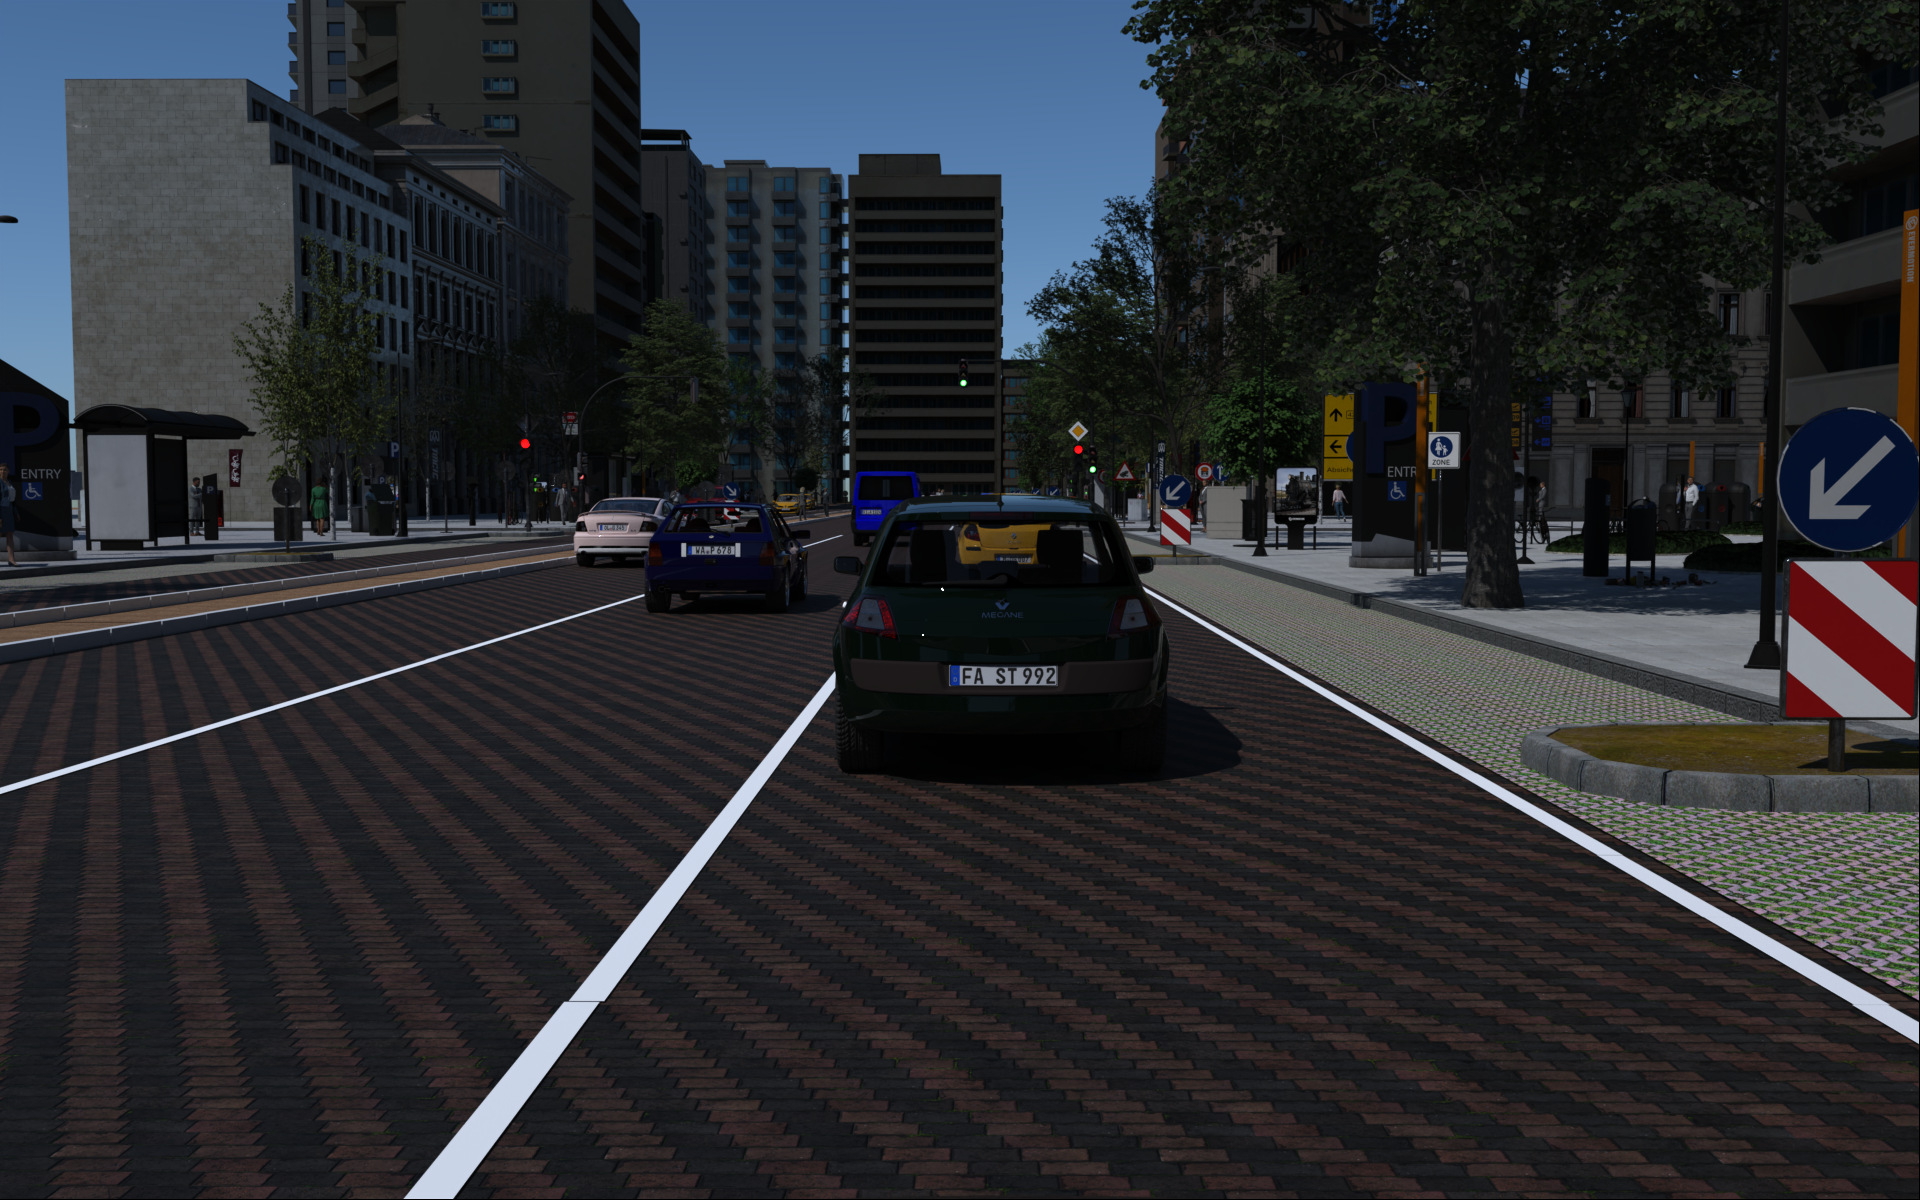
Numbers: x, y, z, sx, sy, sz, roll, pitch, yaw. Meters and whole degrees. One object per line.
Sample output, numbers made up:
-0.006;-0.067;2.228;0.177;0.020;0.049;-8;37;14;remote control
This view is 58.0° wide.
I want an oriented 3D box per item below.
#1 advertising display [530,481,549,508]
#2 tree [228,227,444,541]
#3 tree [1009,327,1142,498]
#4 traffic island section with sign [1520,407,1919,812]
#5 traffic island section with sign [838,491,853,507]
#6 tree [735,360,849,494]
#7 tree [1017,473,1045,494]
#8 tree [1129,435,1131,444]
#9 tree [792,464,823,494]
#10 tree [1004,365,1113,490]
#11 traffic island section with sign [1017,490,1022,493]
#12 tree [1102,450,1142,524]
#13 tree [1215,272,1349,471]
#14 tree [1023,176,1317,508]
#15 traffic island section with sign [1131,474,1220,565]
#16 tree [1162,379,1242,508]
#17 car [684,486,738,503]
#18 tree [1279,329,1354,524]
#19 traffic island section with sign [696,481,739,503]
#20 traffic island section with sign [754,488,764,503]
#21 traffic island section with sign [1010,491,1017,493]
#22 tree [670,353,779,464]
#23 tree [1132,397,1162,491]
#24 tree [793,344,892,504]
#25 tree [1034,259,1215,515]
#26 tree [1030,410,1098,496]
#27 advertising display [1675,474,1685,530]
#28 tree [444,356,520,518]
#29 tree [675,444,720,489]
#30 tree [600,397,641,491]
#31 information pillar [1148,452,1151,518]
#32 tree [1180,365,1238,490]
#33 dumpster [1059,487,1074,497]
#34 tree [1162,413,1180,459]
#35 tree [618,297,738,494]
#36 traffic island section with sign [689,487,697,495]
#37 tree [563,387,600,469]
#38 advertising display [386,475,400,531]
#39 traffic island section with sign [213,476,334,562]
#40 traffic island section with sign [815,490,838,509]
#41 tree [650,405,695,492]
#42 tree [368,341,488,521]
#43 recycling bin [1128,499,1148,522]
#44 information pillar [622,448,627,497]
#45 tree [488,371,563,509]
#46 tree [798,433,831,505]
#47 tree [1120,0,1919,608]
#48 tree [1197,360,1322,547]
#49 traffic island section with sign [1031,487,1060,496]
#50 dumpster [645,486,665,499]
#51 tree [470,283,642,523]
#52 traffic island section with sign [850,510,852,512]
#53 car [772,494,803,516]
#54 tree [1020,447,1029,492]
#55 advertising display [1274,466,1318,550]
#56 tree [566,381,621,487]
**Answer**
-21.005;-4.969;86.453;0.974;1.923;0.123;1;4;12;advertising display
-17.487;-5.951;47.663;4.737;8.622;4.395;0;3;0;tree
7.105;-10.925;104.372;9.928;11.665;9.643;0;3;0;tree
3.958;-0.003;8.683;1.989;1.847;2.006;0;4;1;traffic island section with sign
-12.934;-11.452;195.875;1.989;1.847;2.006;0;4;1;traffic island section with sign
-15.634;-15.258;159.845;12.009;13.543;11.850;0;3;0;tree
8.633;-13.916;211.236;4.285;4.588;4.351;0;3;0;tree
14.488;-10.834;127.496;4.737;8.622;4.395;0;3;0;tree
-16.216;-12.242;183.877;4.285;4.588;4.351;0;3;0;tree
8.511;-14.150;148.357;9.611;12.733;9.660;0;3;0;tree
5.099;-6.742;118.851;1.989;1.847;2.006;0;4;1;traffic island section with sign
7.031;-4.967;75.813;1.663;3.219;1.824;0;3;0;tree
16.539;-10.482;89.514;7.486;12.596;7.792;0;3;0;tree
6.363;-7.096;50.437;8.767;10.594;7.601;-1;4;-19;tree
4.235;-1.652;35.637;1.989;1.847;2.006;0;4;1;traffic island section with sign
15.594;-9.766;110.029;4.737;8.622;4.395;0;3;0;tree
-11.535;-4.390;80.444;2.281;1.827;5.304;0;4;2;car
15.097;-7.492;72.852;4.360;8.622;3.978;0;3;0;tree
-8.752;-3.112;59.017;2.006;1.907;1.989;0;4;1;traffic island section with sign
-13.733;-6.717;118.457;1.989;1.847;2.006;0;4;1;traffic island section with sign
5.891;-11.434;195.575;1.989;1.847;2.006;0;4;1;traffic island section with sign
-17.138;-12.148;124.379;9.928;11.665;9.643;0;3;0;tree
14.807;-10.474;121.610;4.737;8.622;4.395;0;3;0;tree
-14.845;-22.056;216.507;12.611;20.169;13.585;0;3;0;tree
7.281;-10.084;82.998;7.486;12.596;7.792;0;3;0;tree
8.201;-10.930;129.064;4.360;8.622;3.978;0;3;0;tree
22.962;-3.060;55.244;0.123;1.923;0.974;1;4;14;advertising display
-25.669;-8.676;92.209;4.737;8.622;4.395;0;3;0;tree
-16.516;-7.641;108.641;4.285;4.588;4.351;0;3;0;tree
-25.098;-10.503;122.083;4.360;8.622;3.978;0;3;0;tree
10.244;-6.227;93.163;0.183;3.616;0.504;1;4;11;information pillar
14.589;-8.931;96.384;4.360;8.622;3.978;0;3;0;tree
8.619;-8.212;140.022;1.264;1.857;1.865;0;4;1;dumpster
15.600;-10.143;116.194;4.360;8.622;3.978;0;3;0;tree
-16.377;-11.142;100.290;7.486;12.596;7.792;0;3;0;tree
-14.005;-5.069;91.503;1.989;1.847;2.006;0;4;1;traffic island section with sign
-24.396;-9.544;106.410;4.360;8.622;3.978;0;3;0;tree
-19.506;-3.318;59.461;0.974;1.923;0.123;3;4;37;advertising display
-14.563;-1.736;37.017;1.989;1.847;2.006;0;4;1;traffic island section with sign
-13.212;-9.804;168.921;1.989;1.847;2.006;0;4;1;traffic island section with sign
-23.324;-11.542;139.074;4.737;8.622;4.395;0;3;0;tree
-25.701;-8.095;82.718;4.360;8.622;3.978;0;3;0;tree
8.337;-4.200;81.226;0.722;1.027;0.722;2;4;30;recycling bin
-16.793;-5.831;86.696;0.183;3.616;0.504;0;4;5;information pillar
-26.177;-9.160;100.132;4.360;8.622;3.978;0;3;0;tree
-16.506;-15.156;198.170;4.737;8.622;4.395;0;3;0;tree
6.081;-6.887;19.259;9.857;13.997;8.962;0;3;0;tree
7.324;-3.582;42.273;4.285;4.588;4.351;0;3;0;tree
4.809;-5.067;91.470;1.989;1.847;2.006;0;4;1;traffic island section with sign
-20.380;-6.685;115.050;1.264;1.857;1.865;0;4;1;dumpster
-17.643;-8.725;77.061;7.601;10.594;8.767;0;4;7;tree
-7.902;-8.160;141.558;2.006;1.907;1.989;0;4;1;traffic island section with sign
-11.172;-6.283;112.950;2.015;1.641;3.980;0;3;0;car
7.951;-14.468;186.919;4.360;8.622;3.978;0;3;0;tree
7.718;-2.114;39.778;0.974;1.923;0.123;1;4;12;advertising display
-23.884;-9.888;112.034;4.737;8.622;4.395;0;3;0;tree
